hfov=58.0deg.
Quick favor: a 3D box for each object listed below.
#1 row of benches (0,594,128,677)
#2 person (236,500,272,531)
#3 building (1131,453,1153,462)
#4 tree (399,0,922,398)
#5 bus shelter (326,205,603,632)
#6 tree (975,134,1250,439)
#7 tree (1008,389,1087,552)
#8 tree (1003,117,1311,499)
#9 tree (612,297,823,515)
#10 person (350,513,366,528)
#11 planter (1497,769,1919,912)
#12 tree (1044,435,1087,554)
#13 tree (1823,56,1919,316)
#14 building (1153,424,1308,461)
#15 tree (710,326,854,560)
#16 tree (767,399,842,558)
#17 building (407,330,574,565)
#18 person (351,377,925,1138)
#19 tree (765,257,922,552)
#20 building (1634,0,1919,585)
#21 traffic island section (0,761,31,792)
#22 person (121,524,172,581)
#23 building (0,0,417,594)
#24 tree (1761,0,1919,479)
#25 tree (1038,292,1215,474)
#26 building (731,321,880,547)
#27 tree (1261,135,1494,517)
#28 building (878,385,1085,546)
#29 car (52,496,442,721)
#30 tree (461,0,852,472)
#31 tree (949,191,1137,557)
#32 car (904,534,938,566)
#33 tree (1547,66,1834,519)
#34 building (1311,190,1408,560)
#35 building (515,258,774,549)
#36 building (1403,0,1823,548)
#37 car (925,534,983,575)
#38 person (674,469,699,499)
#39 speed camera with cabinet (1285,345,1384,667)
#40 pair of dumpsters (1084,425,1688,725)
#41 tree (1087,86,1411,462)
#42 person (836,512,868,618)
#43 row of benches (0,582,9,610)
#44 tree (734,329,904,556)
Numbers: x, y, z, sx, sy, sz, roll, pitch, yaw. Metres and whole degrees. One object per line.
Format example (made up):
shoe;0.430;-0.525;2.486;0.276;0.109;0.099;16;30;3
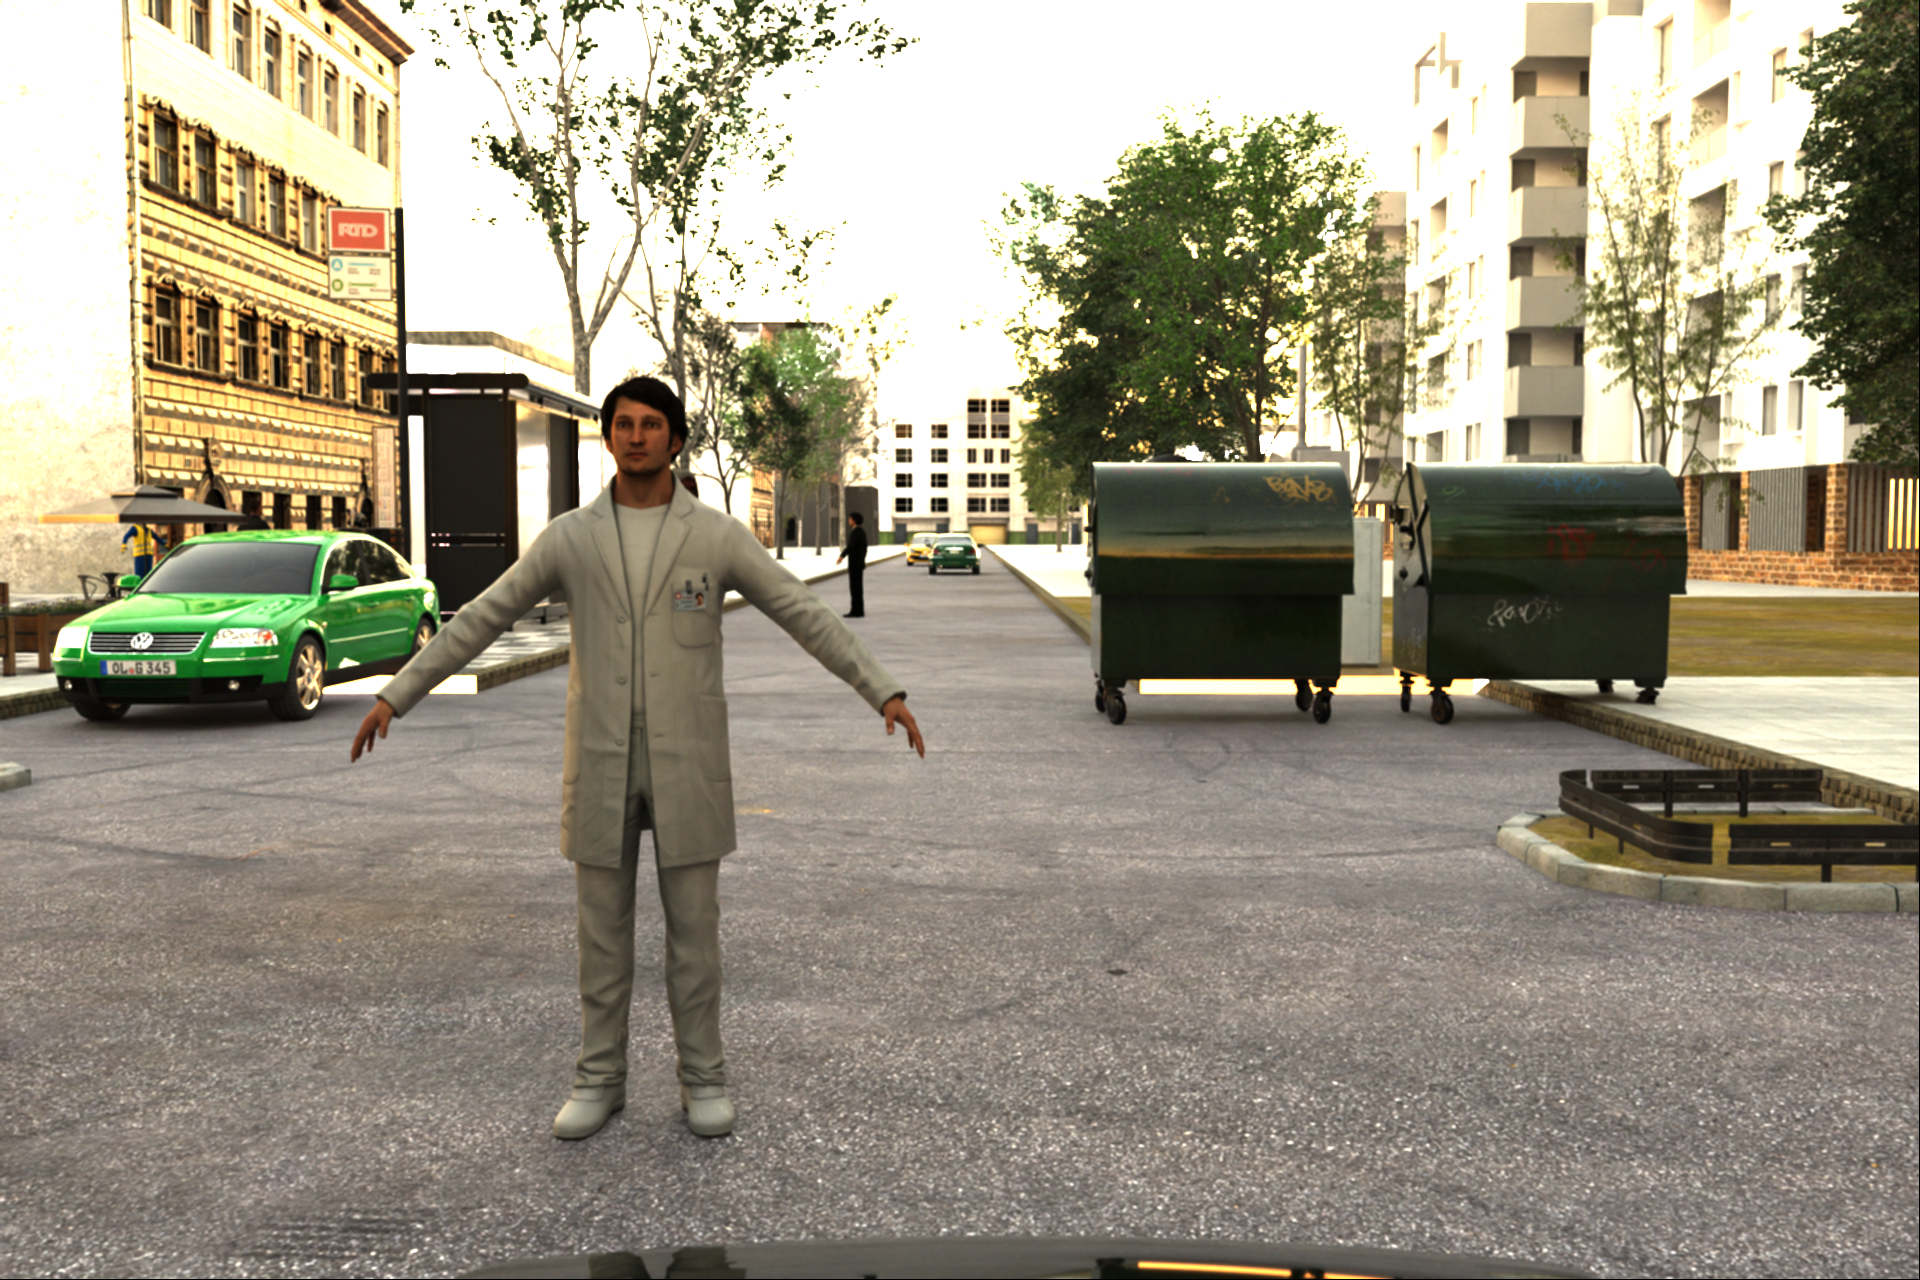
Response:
row of benches;-8.664;-0.062;16.481;1.422;0.672;4.104;1;4;12
person;-10.810;-1.251;26.679;1.346;1.802;0.704;2;4;25
building;21.899;-14.432;178.113;9.099;9.664;28.070;0;3;0
tree;-7.116;-11.148;38.161;12.611;20.169;13.585;0;3;0
bus shelter;-6.665;-2.834;23.976;2.179;5.291;8.768;0;4;0
tree;7.911;-13.742;80.571;12.611;20.169;13.585;0;3;0
tree;7.108;-12.373;120.432;7.486;12.596;7.792;0;3;0
tree;6.203;-8.988;53.612;9.857;13.997;8.962;0;3;0
tree;-9.150;-8.189;68.297;8.767;10.594;7.601;-3;5;-41
person;-16.169;-2.506;46.737;0.705;1.858;1.354;0;4;-2
planter;3.454;0.831;7.558;1.991;0.319;1.994;0;4;1
tree;6.766;-9.720;109.278;4.360;8.622;3.978;0;3;0
tree;12.931;-5.117;18.082;7.601;10.594;8.767;0;4;5
building;22.032;-12.456;145.804;9.099;9.664;28.070;0;4;1
tree;-8.841;-9.802;86.014;9.928;11.665;9.643;0;3;0
tree;-8.781;-8.759;93.578;4.360;8.622;3.978;0;3;0
building;-23.548;-8.764;85.439;9.099;9.664;28.070;0;4;1
person;-0.762;0.272;4.191;1.347;1.806;0.705;0;4;-3
tree;-9.740;-16.218;121.054;12.611;20.169;13.585;0;3;0
building;25.558;-11.875;50.573;16.016;20.090;11.380;0;3;0
traffic island section;-6.311;0.822;9.432;1.991;0.108;1.994;0;4;0
person;-15.516;-1.624;33.016;0.721;1.772;1.216;1;4;19
building;-26.629;-13.100;45.109;19.493;23.208;18.063;0;3;0
tree;18.589;-7.490;29.115;9.857;13.997;8.962;0;3;0
tree;6.495;-8.106;66.945;7.601;10.594;8.767;-1;4;-22
building;-23.171;-20.709;182.562;27.936;21.610;32.646;0;3;0
tree;7.419;-5.039;32.756;4.360;8.622;3.978;0;3;0
building;-1.305;-21.048;213.046;31.486;18.905;16.747;0;4;-3
car;-5.858;-0.362;14.719;1.959;1.807;4.718;0;4;1
tree;-9.784;-12.196;55.286;12.611;20.169;13.585;0;3;0
tree;6.252;-14.699;96.211;12.611;20.169;13.585;0;3;0
car;-1.517;-4.183;78.616;2.015;1.641;3.980;0;4;0
tree;11.273;-4.756;28.129;4.360;8.622;3.978;0;3;0
building;24.905;-14.690;96.599;16.016;20.090;11.380;0;3;0
building;-25.986;-19.305;146.559;19.493;23.208;18.063;0;4;-1
building;22.628;-12.861;66.705;16.016;20.090;11.380;0;4;0
car;-0.206;-3.119;62.786;2.131;1.459;4.920;0;4;0
person;-1.632;-0.102;10.246;1.348;1.813;0.705;-2;4;-35
speed camera with cabinet;3.773;-1.419;17.529;0.660;3.252;2.038;0;4;0
pair of dumpsters;3.184;-0.522;13.486;4.436;2.255;1.574;0;4;1
tree;6.856;-7.000;40.212;9.928;11.665;9.643;0;3;0
person;-1.818;-1.298;29.865;0.705;1.806;1.347;1;4;15
row of benches;-15.416;-0.554;24.521;1.422;0.672;4.104;1;4;18
tree;-8.305;-11.784;103.044;12.009;13.543;11.850;0;3;0
